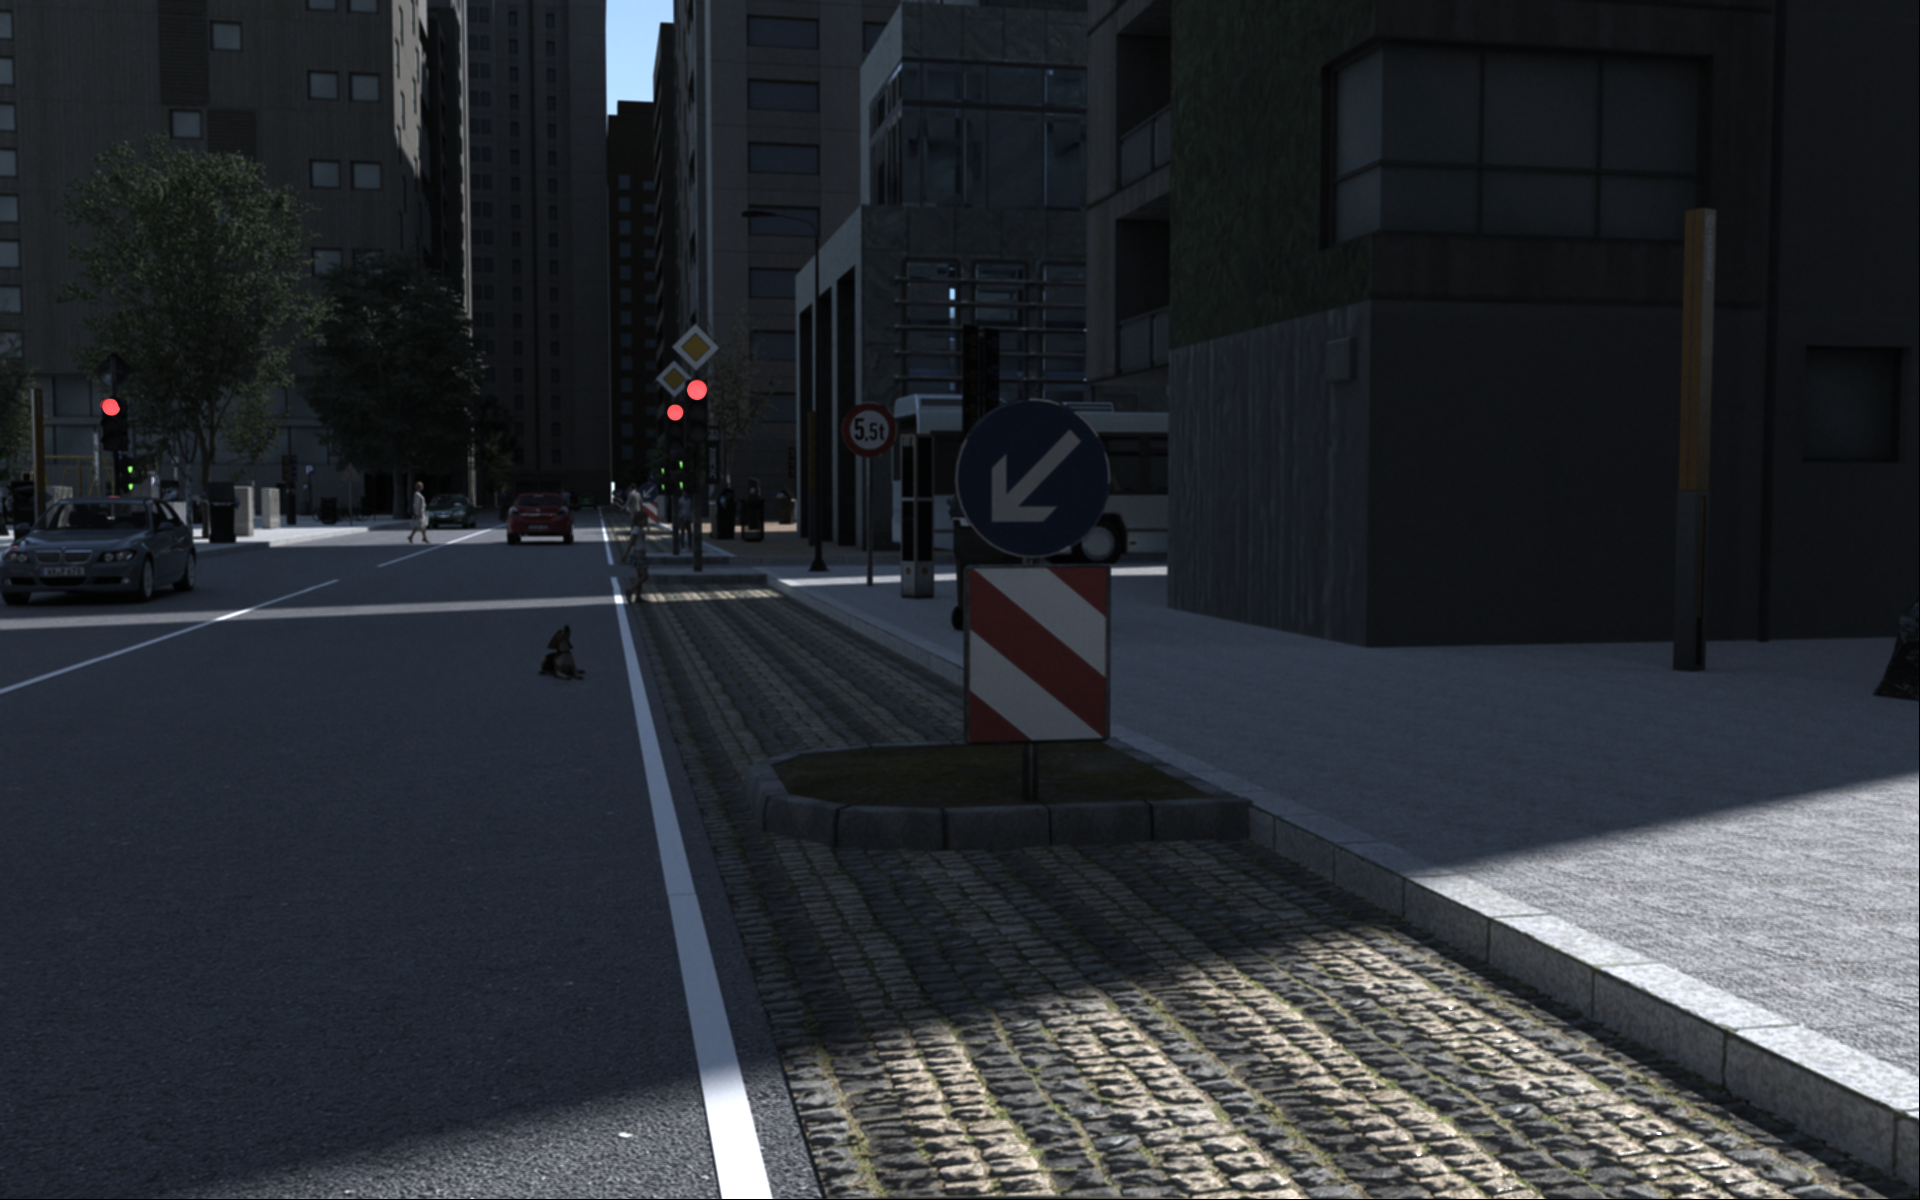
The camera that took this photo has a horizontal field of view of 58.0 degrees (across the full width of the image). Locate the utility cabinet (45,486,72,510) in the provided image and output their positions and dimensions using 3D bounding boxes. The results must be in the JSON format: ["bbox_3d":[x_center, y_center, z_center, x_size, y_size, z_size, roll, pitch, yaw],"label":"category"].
[{"bbox_3d":[-25.249,-2.438,48.534,0.318,1.500,1.173,0,4,-4],"label":"utility cabinet"}]

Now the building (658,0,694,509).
[{"bbox_3d":[-16.639,-43.707,152.857,20.563,71.187,20.611,-1,4,-12],"label":"building"}]

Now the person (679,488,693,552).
[{"bbox_3d":[-6.799,-1.987,42.806,0.589,1.601,0.330,-3,5,-42],"label":"person"}]

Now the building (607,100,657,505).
[{"bbox_3d":[-33.540,-33.728,201.558,14.200,45.320,14.600,-1,4,-12],"label":"building"}]

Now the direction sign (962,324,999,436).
[{"bbox_3d":[0.285,-1.929,23.536,0.379,3.537,0.876,2,4,33],"label":"direction sign"}]

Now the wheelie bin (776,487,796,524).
[{"bbox_3d":[-7.409,-4.019,73.620,0.693,1.594,0.980,1,4,13],"label":"wheelie bin"}]

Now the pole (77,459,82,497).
[{"bbox_3d":[-50.977,-6.510,100.288,0.158,3.312,0.155,0,3,0],"label":"pole"}]

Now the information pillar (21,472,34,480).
[{"bbox_3d":[-31.097,-3.262,57.825,0.304,2.012,0.304,-1,4,-14],"label":"information pillar"}]

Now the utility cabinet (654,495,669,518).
[{"bbox_3d":[-16.012,-4.998,92.886,1.020,1.237,0.306,3,5,45],"label":"utility cabinet"}]

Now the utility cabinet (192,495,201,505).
[{"bbox_3d":[-43.818,-5.445,100.192,1.020,1.237,0.306,-1,4,-16],"label":"utility cabinet"}]

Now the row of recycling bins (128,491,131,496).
[{"bbox_3d":[-40.716,-4.847,86.358,1.069,1.692,3.534,-1,4,-17],"label":"row of recycling bins"}]

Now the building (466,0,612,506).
[{"bbox_3d":[-55.080,-40.279,200.554,28.212,58.520,21.231,-1,4,-12],"label":"building"}]

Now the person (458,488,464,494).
[{"bbox_3d":[-30.749,-5.998,106.905,0.599,1.781,0.374,-1,4,-13],"label":"person"}]

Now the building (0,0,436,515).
[{"bbox_3d":[-50.964,-32.314,117.577,28.713,52.752,27.495,-1,4,-12],"label":"building"}]

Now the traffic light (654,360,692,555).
[{"bbox_3d":[-6.012,-2.906,36.436,0.839,4.253,0.868,-1,4,-12],"label":"traffic light"}]

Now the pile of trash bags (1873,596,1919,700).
[{"bbox_3d":[7.632,-0.090,11.220,3.447,1.369,1.912,-2,4,-34],"label":"pile of trash bags"}]

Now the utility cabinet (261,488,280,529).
[{"bbox_3d":[-25.426,-3.379,63.927,0.318,1.500,1.173,0,4,-4],"label":"utility cabinet"}]

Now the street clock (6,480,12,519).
[{"bbox_3d":[-49.455,-5.245,90.318,0.471,2.002,0.358,2,4,23],"label":"street clock"}]

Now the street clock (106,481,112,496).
[{"bbox_3d":[-47.972,-5.691,97.617,0.358,2.002,0.471,-2,4,-27],"label":"street clock"}]

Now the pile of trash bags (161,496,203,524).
[{"bbox_3d":[-33.574,-3.928,73.981,1.912,1.369,3.447,1,4,12],"label":"pile of trash bags"}]

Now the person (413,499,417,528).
[{"bbox_3d":[-22.660,-3.603,72.099,0.352,1.250,0.332,3,5,42],"label":"person"}]

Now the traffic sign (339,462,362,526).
[{"bbox_3d":[-24.604,-4.276,69.917,0.884,2.594,0.081,0,4,-7],"label":"traffic sign"}]

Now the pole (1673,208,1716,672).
[{"bbox_3d":[5.306,-1.141,12.506,0.158,3.312,0.155,0,3,0],"label":"pole"}]

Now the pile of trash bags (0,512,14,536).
[{"bbox_3d":[-30.211,-2.673,53.464,1.912,1.369,3.447,1,4,21],"label":"pile of trash bags"}]

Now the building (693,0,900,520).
[{"bbox_3d":[-4.528,-34.018,98.193,21.231,58.520,28.212,-1,4,-12],"label":"building"}]

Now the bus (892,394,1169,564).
[{"bbox_3d":[5.391,-2.406,34.198,13.247,3.499,2.948,-1,4,-13],"label":"bus"}]

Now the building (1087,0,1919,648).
[{"bbox_3d":[8.851,-20.656,21.324,14.154,41.232,14.086,-1,4,-12],"label":"building"}]

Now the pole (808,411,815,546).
[{"bbox_3d":[-3.655,-2.991,42.752,0.158,3.312,0.155,0,3,0],"label":"pole"}]

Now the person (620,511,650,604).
[{"bbox_3d":[-4.252,-0.561,22.683,0.382,1.210,0.505,0,4,-7],"label":"person"}]

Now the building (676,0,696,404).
[{"bbox_3d":[-7.156,-33.107,130.538,28.713,52.752,27.495,-1,4,-12],"label":"building"}]

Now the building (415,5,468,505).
[{"bbox_3d":[-47.957,-27.920,140.092,14.154,41.232,14.086,-1,4,-12],"label":"building"}]

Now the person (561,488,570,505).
[{"bbox_3d":[-23.825,-5.876,104.599,0.660,1.820,0.620,1,4,17],"label":"person"}]

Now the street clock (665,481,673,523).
[{"bbox_3d":[-12.956,-4.443,77.217,0.358,2.002,0.471,-2,4,-31],"label":"street clock"}]

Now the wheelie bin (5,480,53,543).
[{"bbox_3d":[-21.521,-1.966,40.051,0.980,1.594,0.693,-2,4,-26],"label":"wheelie bin"}]

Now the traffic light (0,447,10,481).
[{"bbox_3d":[-14.999,-2.291,26.381,0.839,4.253,0.868,-1,4,-12],"label":"traffic light"}]

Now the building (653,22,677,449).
[{"bbox_3d":[-19.552,-33.688,174.498,21.300,48.544,21.600,-1,4,-12],"label":"building"}]

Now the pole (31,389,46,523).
[{"bbox_3d":[-17.917,-2.438,33.703,0.158,3.312,0.155,0,3,0],"label":"pole"}]

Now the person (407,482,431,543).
[{"bbox_3d":[-15.773,-2.543,50.432,0.624,1.780,0.694,0,4,-1],"label":"person"}]

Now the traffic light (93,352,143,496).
[{"bbox_3d":[-16.639,-2.769,34.196,0.839,4.253,0.868,-1,4,-12],"label":"traffic light"}]

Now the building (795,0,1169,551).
[{"bbox_3d":[10.690,-45.116,50.325,31.000,86.520,22.319,-1,4,-12],"label":"building"}]

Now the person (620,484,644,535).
[{"bbox_3d":[-11.124,-3.080,59.132,0.850,1.792,0.678,2,4,29],"label":"person"}]

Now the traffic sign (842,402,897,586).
[{"bbox_3d":[-1.259,-1.469,24.124,0.768,2.556,0.104,0,4,-2],"label":"traffic sign"}]

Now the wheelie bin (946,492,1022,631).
[{"bbox_3d":[0.310,-0.514,16.304,0.980,1.594,0.693,2,4,29],"label":"wheelie bin"}]

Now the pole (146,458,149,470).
[{"bbox_3d":[-43.905,-6.109,93.725,0.158,3.312,0.155,0,3,0],"label":"pole"}]

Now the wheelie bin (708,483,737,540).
[{"bbox_3d":[-6.721,-2.519,49.096,0.693,1.594,0.980,-2,4,-31],"label":"wheelie bin"}]

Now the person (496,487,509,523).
[{"bbox_3d":[-22.729,-4.721,86.116,0.576,1.772,0.534,-3,4,-38],"label":"person"}]

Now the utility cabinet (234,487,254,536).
[{"bbox_3d":[-21.759,-2.633,51.735,1.173,1.500,0.318,0,4,4],"label":"utility cabinet"}]

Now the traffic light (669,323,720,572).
[{"bbox_3d":[-4.371,-2.428,28.620,0.839,4.253,0.868,-1,4,-12],"label":"traffic light"}]

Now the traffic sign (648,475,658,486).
[{"bbox_3d":[-18.407,-6.377,104.375,0.768,2.556,0.104,0,4,-3],"label":"traffic sign"}]

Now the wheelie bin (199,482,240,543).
[{"bbox_3d":[-19.460,-2.300,45.520,0.980,1.594,0.693,-2,4,-30],"label":"wheelie bin"}]

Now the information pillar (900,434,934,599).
[{"bbox_3d":[-0.525,-1.030,21.336,0.304,2.012,0.304,-3,5,-40],"label":"information pillar"}]

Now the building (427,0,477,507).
[{"bbox_3d":[-58.392,-44.528,166.289,20.611,71.187,20.563,-1,4,-12],"label":"building"}]
